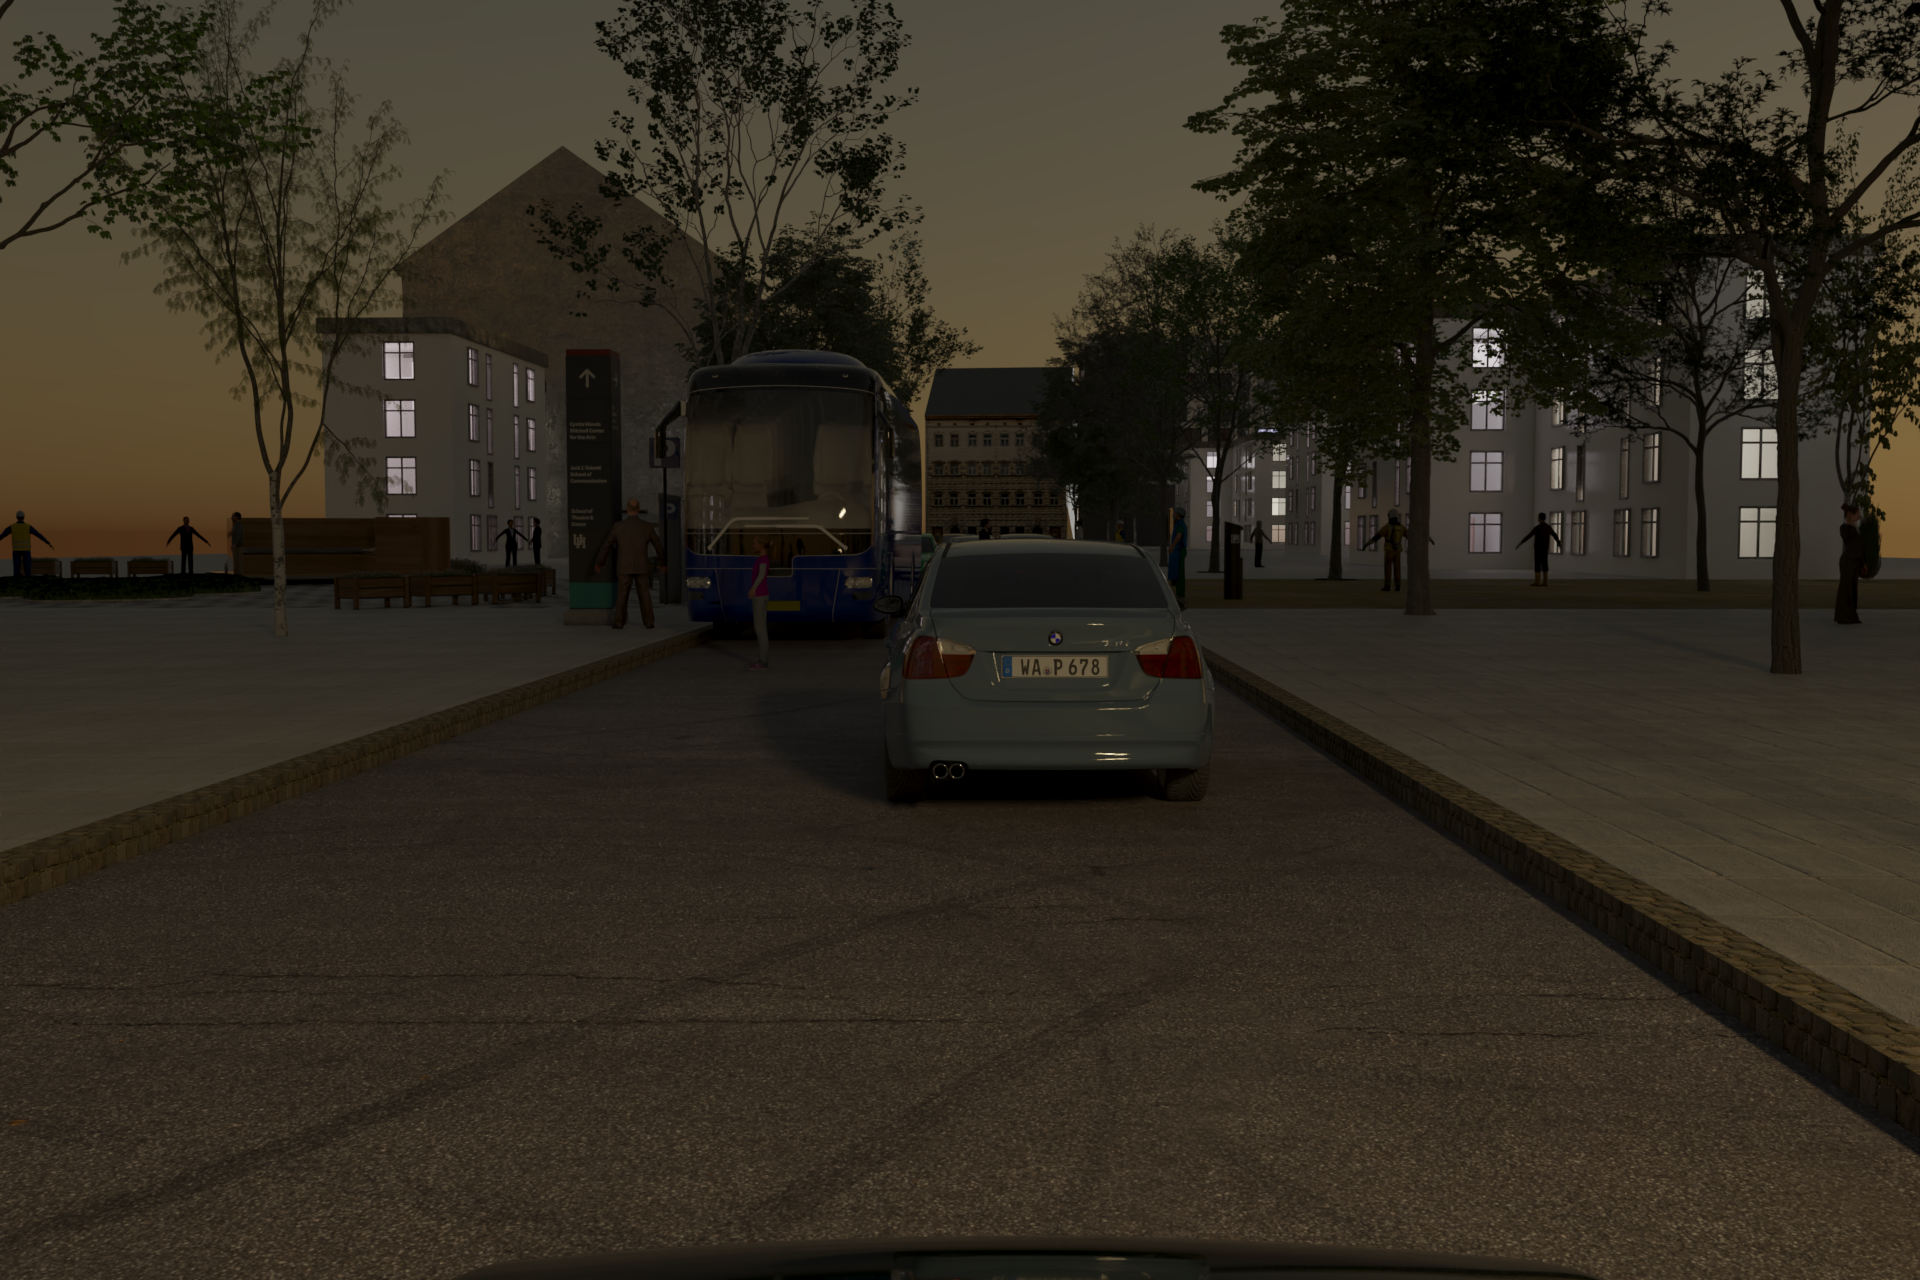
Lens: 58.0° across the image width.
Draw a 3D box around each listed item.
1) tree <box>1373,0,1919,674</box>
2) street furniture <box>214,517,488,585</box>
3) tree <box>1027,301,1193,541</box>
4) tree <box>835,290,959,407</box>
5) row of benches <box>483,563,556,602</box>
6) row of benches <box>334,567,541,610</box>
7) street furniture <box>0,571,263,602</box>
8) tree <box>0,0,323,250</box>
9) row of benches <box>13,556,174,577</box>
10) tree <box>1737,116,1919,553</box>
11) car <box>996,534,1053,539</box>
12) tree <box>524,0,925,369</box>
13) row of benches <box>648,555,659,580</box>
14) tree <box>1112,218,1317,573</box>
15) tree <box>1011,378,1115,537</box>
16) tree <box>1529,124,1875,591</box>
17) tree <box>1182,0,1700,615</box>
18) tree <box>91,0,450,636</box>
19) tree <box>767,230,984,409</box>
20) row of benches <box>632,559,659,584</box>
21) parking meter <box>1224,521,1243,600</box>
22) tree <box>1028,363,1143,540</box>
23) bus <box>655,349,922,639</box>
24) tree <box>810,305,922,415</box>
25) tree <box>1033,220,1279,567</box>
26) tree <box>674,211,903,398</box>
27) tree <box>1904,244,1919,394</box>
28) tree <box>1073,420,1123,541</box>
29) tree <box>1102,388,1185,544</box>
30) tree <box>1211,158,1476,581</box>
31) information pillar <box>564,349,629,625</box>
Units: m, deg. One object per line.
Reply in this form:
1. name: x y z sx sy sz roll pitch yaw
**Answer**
1. tree: 7.278 -4.966 15.602 7.601 10.594 8.767 -1 4 -12
2. street furniture: -15.891 -2.522 48.082 9.812 1.723 11.010 -2 4 -27
3. tree: 8.581 -11.608 96.449 9.857 13.997 8.962 0 3 0
4. tree: -7.305 -16.841 131.235 12.611 20.169 13.585 0 3 0
5. row of benches: -8.803 -1.186 34.862 1.422 0.672 4.104 0 4 -2
6. row of benches: -9.338 -0.948 30.959 1.422 0.672 4.104 3 4 37
7. street furniture: -19.098 -1.150 34.437 10.072 0.657 5.734 -2 4 -29
8. tree: -8.583 -5.358 13.362 9.928 11.665 9.643 0 3 0
9. row of benches: -23.876 -1.966 47.602 4.104 0.672 1.422 -1 4 -11
10. tree: 16.352 -4.947 31.241 4.737 8.622 4.395 0 3 0
11. car: 1.426 -1.609 38.109 2.131 1.459 4.920 0 4 0
12. tree: -7.080 -12.144 54.436 12.611 20.169 13.585 0 3 0
13. row of benches: -8.275 -2.037 48.764 1.422 0.672 4.104 -1 4 -21
14. tree: 8.527 -8.023 56.929 9.928 11.665 9.643 0 3 0
15. tree: 8.941 -13.690 134.200 12.009 13.543 11.850 0 3 0
16. tree: 16.362 -6.375 38.652 7.601 10.594 8.767 1 4 18
17. tree: 7.343 -6.644 26.756 7.486 12.596 7.792 0 3 0
18. tree: -8.663 -4.370 21.818 4.360 8.622 3.978 0 3 0
19. tree: -5.309 -15.407 107.796 12.611 20.169 13.585 0 3 0
20. row of benches: -7.750 -1.759 44.218 4.104 0.672 1.422 -2 4 -32
21. parking meter: 5.374 -1.566 34.022 0.372 1.533 0.369 0 3 0
22. tree: 9.265 -12.833 120.190 12.009 13.543 11.850 0 3 0
23. bus: -2.106 -2.162 26.889 2.896 3.916 12.251 0 4 1
24. tree: -6.621 -11.471 94.208 9.857 13.997 8.962 0 3 0
25. tree: 7.964 -9.630 67.817 12.009 13.543 11.850 0 3 0
26. tree: -6.823 -9.989 69.976 9.857 13.997 8.962 0 3 0
27. tree: 23.743 -5.459 39.622 4.737 8.622 4.395 0 3 0
28. tree: 9.078 -9.639 107.955 4.737 8.622 4.395 0 3 0
29. tree: 8.772 -8.401 87.715 4.360 8.622 3.978 0 3 0
30. tree: 10.564 -7.454 47.626 9.928 11.665 9.643 0 3 0
31. information pillar: -5.186 -2.154 24.598 0.750 3.857 0.750 0 4 2
